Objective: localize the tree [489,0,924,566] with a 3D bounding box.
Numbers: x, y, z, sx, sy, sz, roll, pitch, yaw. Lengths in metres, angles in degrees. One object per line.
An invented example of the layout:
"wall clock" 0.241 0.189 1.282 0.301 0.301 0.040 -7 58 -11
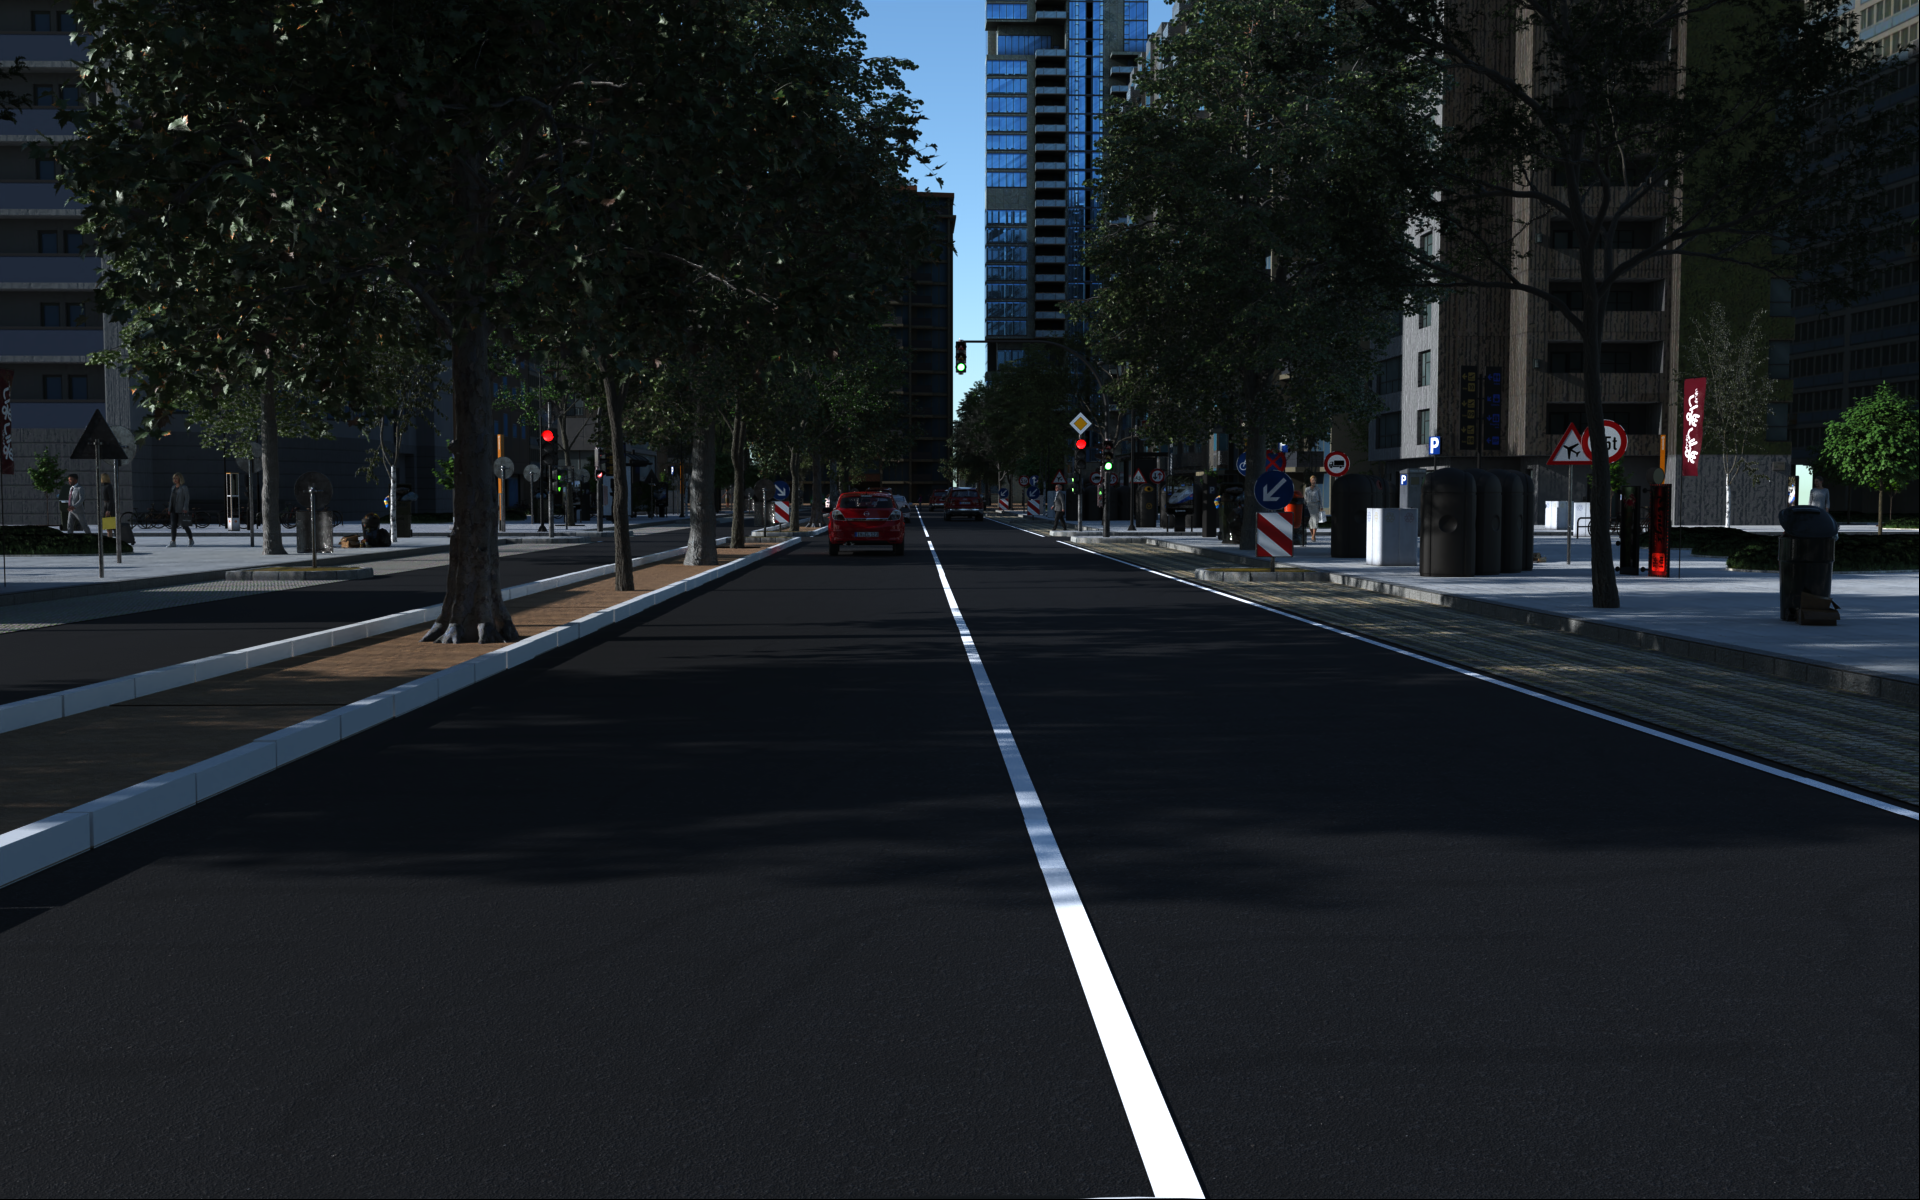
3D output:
"tree" -5.207 -7.666 34.453 9.857 13.997 8.962 0 3 0

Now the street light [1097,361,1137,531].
"street light" 5.506 -5.395 60.742 1.470 5.913 1.316 0 4 -2

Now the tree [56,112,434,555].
"tree" -14.462 -7.211 36.029 7.486 12.596 7.792 0 3 0

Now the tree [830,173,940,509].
"tree" -7.817 -14.185 90.278 12.611 20.169 13.585 0 3 0

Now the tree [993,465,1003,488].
"tree" 2.393 -17.961 210.665 9.611 12.733 9.660 0 3 0

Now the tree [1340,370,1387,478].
"tree" 22.669 -8.738 93.227 4.737 8.622 4.395 0 3 0

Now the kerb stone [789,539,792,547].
"kerb stone" -4.673 -1.482 46.422 0.120 0.150 1.000 0 4 -2

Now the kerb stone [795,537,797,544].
"kerb stone" -4.729 -1.607 48.467 0.120 0.150 1.000 0 4 -2

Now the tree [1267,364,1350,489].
"tree" 17.412 -8.341 86.745 4.360 8.622 3.978 0 3 0

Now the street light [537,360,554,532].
"street light" -13.682 -5.278 58.837 1.470 5.913 1.316 0 4 -2

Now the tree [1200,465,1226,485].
"tree" 16.873 -7.391 115.444 1.663 3.219 1.824 0 3 0

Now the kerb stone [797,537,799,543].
"kerb stone" -4.754 -1.669 49.488 0.120 0.150 1.000 0 4 -2

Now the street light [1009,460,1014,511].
"street light" 3.483 -9.901 134.428 1.470 5.913 1.316 0 4 -2

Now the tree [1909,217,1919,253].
"tree" 8.140 -1.693 11.395 4.285 4.588 4.351 0 3 0

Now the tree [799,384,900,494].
"tree" -7.788 -11.712 112.075 7.486 12.596 7.792 0 3 0

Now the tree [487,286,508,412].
"tree" -15.809 -8.774 69.205 9.928 11.665 9.643 0 3 0

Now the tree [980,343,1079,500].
"tree" 5.215 -12.822 127.763 7.486 12.596 7.792 0 3 0

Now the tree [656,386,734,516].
"tree" -15.977 -9.165 100.204 4.360 8.622 3.978 0 3 0

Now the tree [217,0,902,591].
"tree" -4.934 -5.426 25.589 8.767 10.594 7.601 0 4 -2

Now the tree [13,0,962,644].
"tree" -4.749 -5.947 16.698 9.611 12.733 9.660 0 3 0

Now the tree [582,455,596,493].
"tree" -25.471 -8.572 123.864 4.285 4.588 4.351 0 3 0

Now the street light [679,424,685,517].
"street light" -14.761 -7.500 95.160 1.470 5.913 1.316 0 4 -2

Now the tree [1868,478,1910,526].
"tree" 36.863 -4.522 68.539 1.663 3.219 1.824 0 3 0

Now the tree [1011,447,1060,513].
"tree" 5.237 -8.304 119.488 4.285 4.588 4.351 0 3 0

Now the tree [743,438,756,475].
"tree" -17.718 -11.660 141.008 4.360 8.622 3.978 0 3 0

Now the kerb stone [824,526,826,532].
"kerb stone" -5.178 -2.581 64.399 0.120 0.150 1.000 0 4 -2

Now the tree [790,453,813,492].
"tree" -18.435 -15.336 201.107 4.360 8.622 3.978 0 3 0

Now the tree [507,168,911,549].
"tree" -5.740 -7.151 45.136 9.928 11.665 9.643 0 3 0

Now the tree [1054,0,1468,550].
"tree" 6.723 -8.137 39.699 9.857 13.997 8.962 0 3 0

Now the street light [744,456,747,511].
"street light" -15.852 -9.729 131.603 1.470 5.913 1.316 0 4 -2

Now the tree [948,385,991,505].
"tree" 3.118 -17.866 198.761 9.857 13.997 8.962 0 3 0

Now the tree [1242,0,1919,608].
"tree" 7.037 -5.203 19.482 7.601 10.594 8.767 2 4 35

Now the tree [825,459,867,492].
"tree" -7.715 -10.210 119.752 4.360 8.622 3.978 0 3 0

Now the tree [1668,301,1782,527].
"tree" 28.953 -7.025 65.221 4.360 8.622 3.978 0 3 0

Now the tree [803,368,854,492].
"tree" -6.625 -7.895 81.903 4.737 8.622 4.395 0 3 0

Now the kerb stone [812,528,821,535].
"kerb stone" -5.083 -2.394 61.330 0.120 0.150 1.000 0 4 -2

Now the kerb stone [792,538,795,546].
"kerb stone" -4.693 -1.544 47.445 0.120 0.150 1.000 0 4 -2

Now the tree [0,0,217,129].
"tree" -4.832 -4.329 7.647 8.767 10.594 7.601 0 4 -2

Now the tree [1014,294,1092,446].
"tree" 6.118 -8.330 70.602 8.767 10.594 7.601 -2 4 -29

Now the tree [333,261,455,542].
"tree" -14.983 -5.853 46.062 4.360 8.622 3.978 0 3 0

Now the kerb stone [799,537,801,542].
"kerb stone" -4.782 -1.732 50.511 0.120 0.150 1.000 0 4 -2

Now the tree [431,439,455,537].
"tree" -14.806 -3.486 51.598 1.663 3.219 1.824 0 3 0

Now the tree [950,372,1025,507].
"tree" 4.038 -15.910 170.500 12.009 13.543 11.850 0 3 0

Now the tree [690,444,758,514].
"tree" -16.059 -7.970 114.016 4.285 4.588 4.351 0 3 0

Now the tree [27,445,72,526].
"tree" -36.261 -4.555 69.068 1.663 3.219 1.824 0 3 0

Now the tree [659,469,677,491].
"tree" -22.664 -8.452 132.797 1.663 3.219 1.824 0 3 0

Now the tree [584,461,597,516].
"tree" -21.409 -6.492 100.749 1.663 3.219 1.824 0 3 0

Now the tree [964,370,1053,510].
"tree" 4.075 -13.198 141.543 9.928 11.665 9.643 0 3 0

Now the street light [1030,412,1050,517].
"street light" 4.489 -7.680 98.103 1.470 5.913 1.316 0 4 -2

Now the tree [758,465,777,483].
"tree" -17.784 -10.319 152.431 4.285 4.588 4.351 0 3 0

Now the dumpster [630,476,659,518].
"dumpster" -17.186 -5.578 93.686 1.502 2.255 1.985 0 4 -2

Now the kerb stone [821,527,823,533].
"kerb stone" -5.119 -2.456 62.352 0.120 0.150 1.000 0 4 -2

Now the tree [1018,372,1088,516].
"tree" 5.188 -9.292 102.279 4.737 8.622 4.395 0 3 0

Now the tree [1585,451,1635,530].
"tree" 23.618 -4.153 62.500 1.663 3.219 1.824 0 3 0
